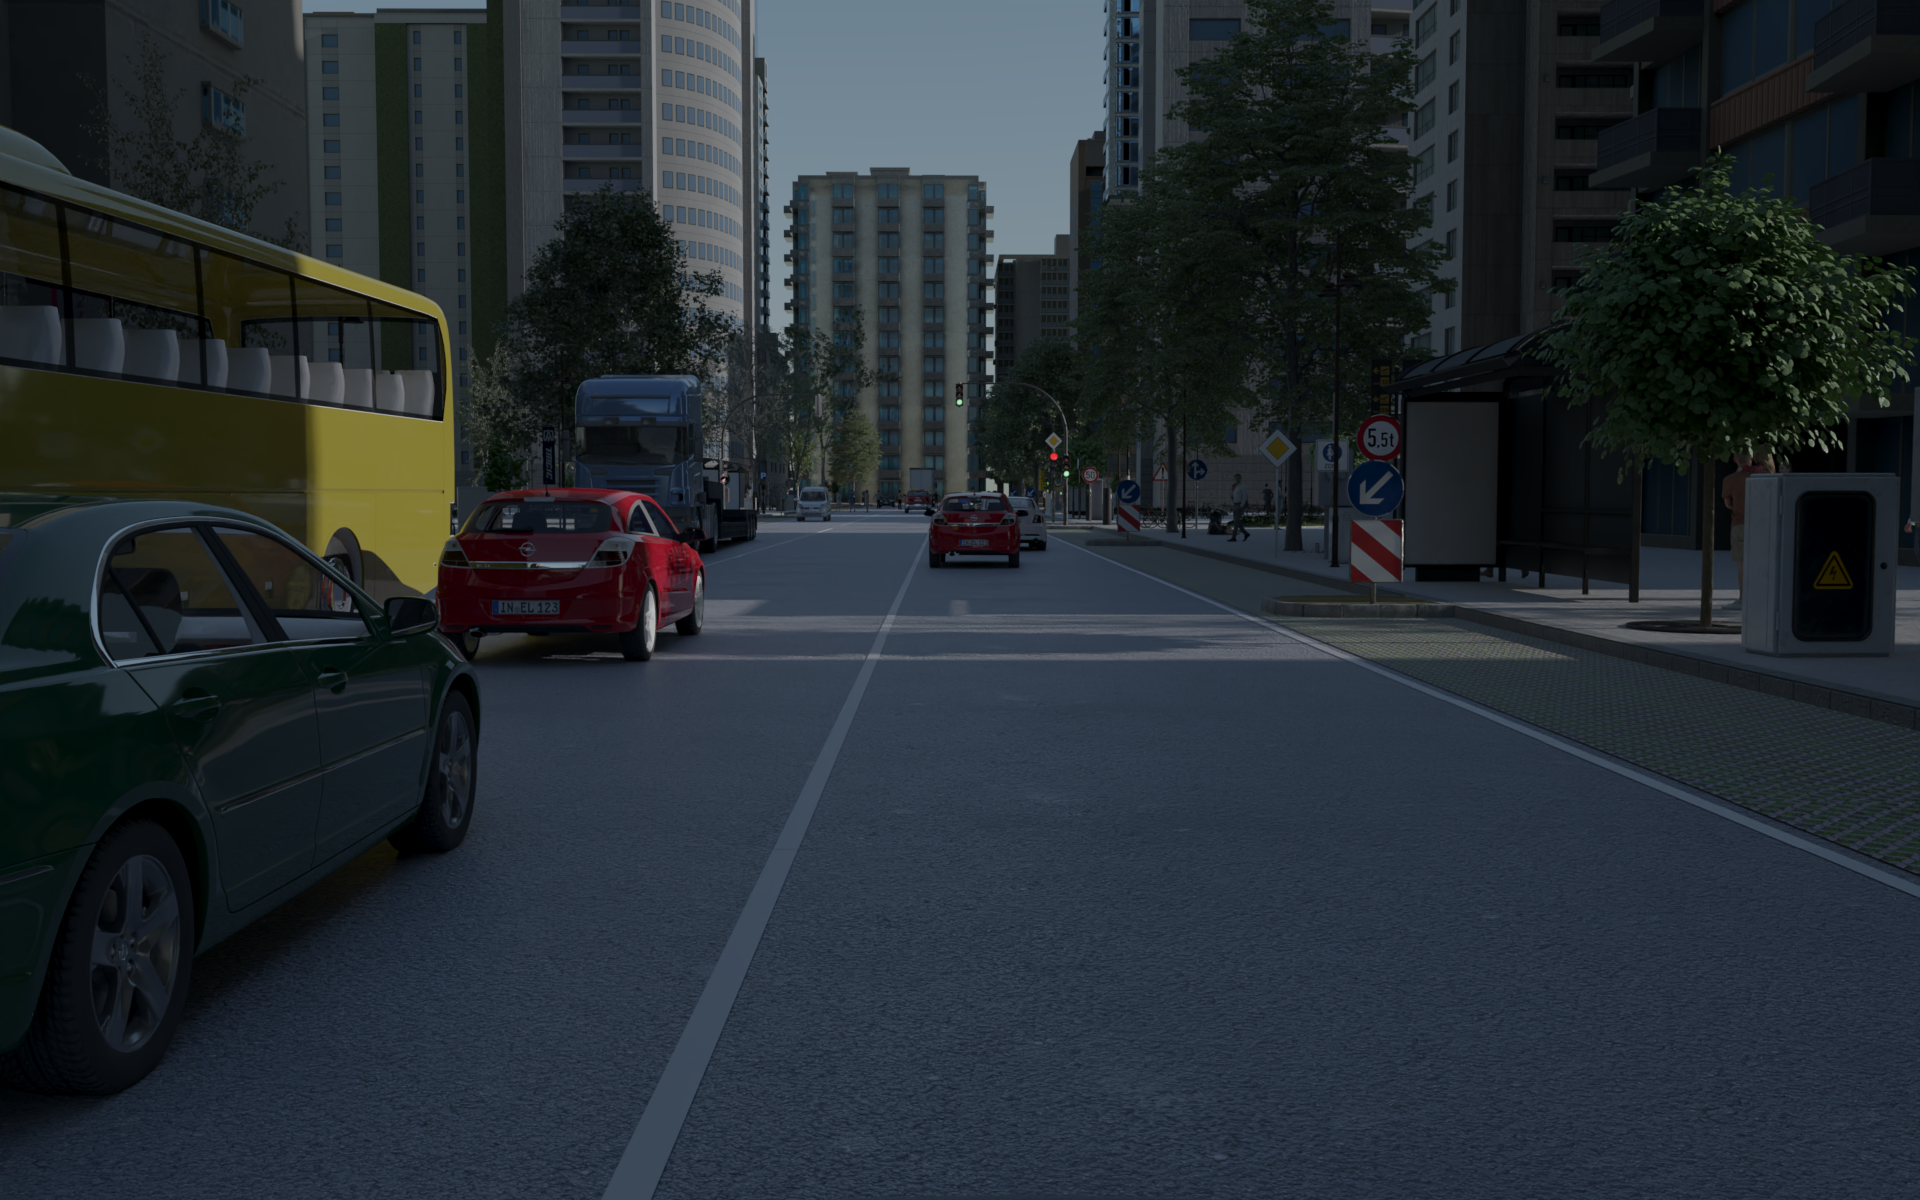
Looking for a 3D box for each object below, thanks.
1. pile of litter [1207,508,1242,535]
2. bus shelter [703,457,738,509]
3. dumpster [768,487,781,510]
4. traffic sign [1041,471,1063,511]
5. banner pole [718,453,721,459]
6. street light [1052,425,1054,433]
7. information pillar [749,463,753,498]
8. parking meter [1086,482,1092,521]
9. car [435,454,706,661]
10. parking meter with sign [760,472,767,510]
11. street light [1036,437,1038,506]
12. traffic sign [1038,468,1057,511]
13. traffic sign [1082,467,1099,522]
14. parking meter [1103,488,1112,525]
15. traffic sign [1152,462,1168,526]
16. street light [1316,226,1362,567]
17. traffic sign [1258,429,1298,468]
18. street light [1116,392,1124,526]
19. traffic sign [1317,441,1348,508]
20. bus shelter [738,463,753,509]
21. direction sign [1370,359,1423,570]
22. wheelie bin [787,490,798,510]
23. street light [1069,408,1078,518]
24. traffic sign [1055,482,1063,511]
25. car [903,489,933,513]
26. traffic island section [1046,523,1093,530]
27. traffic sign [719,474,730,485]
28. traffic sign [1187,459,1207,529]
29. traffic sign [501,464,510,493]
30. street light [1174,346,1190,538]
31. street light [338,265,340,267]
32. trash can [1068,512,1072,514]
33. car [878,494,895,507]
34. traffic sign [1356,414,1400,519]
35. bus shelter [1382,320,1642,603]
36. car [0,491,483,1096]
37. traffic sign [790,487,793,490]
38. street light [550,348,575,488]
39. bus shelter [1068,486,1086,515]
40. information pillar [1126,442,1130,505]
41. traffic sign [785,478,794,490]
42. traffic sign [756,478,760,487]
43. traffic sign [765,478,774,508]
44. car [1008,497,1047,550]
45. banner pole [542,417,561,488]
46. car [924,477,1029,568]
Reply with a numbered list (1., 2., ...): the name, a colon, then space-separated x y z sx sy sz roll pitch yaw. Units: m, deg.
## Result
1. pile of litter: 8.331 -2.497 54.786 1.176 0.858 1.719 1 4 21
2. bus shelter: -14.130 -6.390 98.399 2.014 3.302 5.546 0 4 0
3. dumpster: -14.293 -7.927 135.371 1.264 1.857 1.865 0 4 0
4. traffic sign: 7.289 -8.445 131.947 2.265 3.308 0.079 0 4 5
5. banner pole: -14.645 -7.101 106.124 0.401 3.779 0.863 2 4 30
6. street light: 6.083 -8.601 113.414 0.468 5.910 1.993 0 4 0
7. information pillar: -15.544 -8.422 129.056 0.183 3.616 0.504 -2 4 -35
8. parking meter: 6.161 -4.720 82.887 0.255 1.863 0.399 1 4 9
9. car: -3.540 -0.446 16.338 2.155 1.783 4.494 0 4 0
10. parking meter with sign: -15.641 -8.653 137.732 0.543 3.016 1.738 0 4 -6
11. street light: 5.920 -9.816 133.273 0.468 5.910 1.993 0 4 0
12. traffic sign: 7.231 -8.629 134.960 2.265 3.308 0.079 0 4 4
13. traffic sign: 6.072 -4.933 80.757 0.768 2.556 0.104 0 4 4
14. parking meter: 6.075 -3.858 71.490 0.372 1.533 0.369 0 3 0
15. traffic sign: 8.151 -4.260 69.661 0.884 2.594 0.081 0 4 4
16. street light: 6.574 -3.512 30.202 0.468 5.910 1.993 0 4 0
17. traffic sign: 6.392 -2.145 34.808 0.795 2.593 0.064 0 4 3
18. street light: 6.395 -5.922 69.609 0.468 5.910 1.993 0 4 0
19. traffic sign: 6.987 -1.862 32.573 0.606 2.300 0.079 0 4 8
20. bus shelter: -14.624 -7.177 111.261 2.014 3.302 5.546 0 4 0
21. direction sign: 7.337 -2.274 29.177 0.876 3.537 0.379 0 4 -3
22. wheelie bin: -13.397 -7.990 138.548 0.980 1.594 0.693 1 4 20
23. street light: 6.128 -7.383 93.506 0.468 5.910 1.993 0 4 0
24. traffic sign: 7.362 -7.956 130.184 0.768 2.556 0.104 0 4 6
25. car: -3.165 -7.457 130.594 2.281 1.827 5.304 0 4 -1
26. traffic island section: 4.328 -2.969 70.820 2.009 0.180 2.903 0 4 0
27. traffic sign: -13.905 -6.228 101.931 0.768 2.556 0.104 0 4 8
28. traffic sign: 8.725 -3.898 63.844 0.768 2.556 0.104 0 4 5
29. traffic sign: -13.516 -3.112 50.983 0.768 2.556 0.104 0 4 8
30. street light: 6.496 -4.729 50.101 0.468 5.910 1.993 0 4 0
31. street light: -12.503 -3.809 35.065 0.468 5.910 1.993 0 4 0
32. trash can: 7.018 -5.991 109.611 0.748 1.137 0.748 0 3 0
33. car: -7.975 -10.934 188.557 2.009 1.686 4.222 0 4 0
34. traffic sign: 6.725 -1.691 27.759 0.768 2.556 0.104 0 4 5
35. bus shelter: 7.233 -1.766 22.793 2.014 3.302 5.546 0 4 0
36. car: -2.907 0.383 5.543 2.131 1.459 4.920 0 4 -1
37. traffic sign: -14.626 -9.154 149.781 0.768 2.556 0.104 0 4 6
38. street light: -12.568 -5.019 54.855 0.468 5.910 1.993 0 4 0
39. bus shelter: 7.307 -6.602 101.862 2.014 3.302 5.546 0 4 0
40. information pillar: 7.605 -5.322 78.376 0.183 3.616 0.504 1 4 12
41. traffic sign: -13.792 -8.568 140.189 0.768 2.556 0.104 0 4 1
42. traffic sign: -15.624 -8.053 131.771 0.768 2.556 0.104 0 4 0
43. traffic sign: -15.472 -8.576 140.315 0.768 2.556 0.104 0 4 8
44. car: 1.243 -2.022 45.424 2.083 1.381 4.827 0 4 -1
45. banner pole: -13.240 -4.061 56.408 0.863 3.779 0.401 1 4 18
46. car: 0.321 -1.597 35.151 2.155 1.783 4.494 0 4 2
